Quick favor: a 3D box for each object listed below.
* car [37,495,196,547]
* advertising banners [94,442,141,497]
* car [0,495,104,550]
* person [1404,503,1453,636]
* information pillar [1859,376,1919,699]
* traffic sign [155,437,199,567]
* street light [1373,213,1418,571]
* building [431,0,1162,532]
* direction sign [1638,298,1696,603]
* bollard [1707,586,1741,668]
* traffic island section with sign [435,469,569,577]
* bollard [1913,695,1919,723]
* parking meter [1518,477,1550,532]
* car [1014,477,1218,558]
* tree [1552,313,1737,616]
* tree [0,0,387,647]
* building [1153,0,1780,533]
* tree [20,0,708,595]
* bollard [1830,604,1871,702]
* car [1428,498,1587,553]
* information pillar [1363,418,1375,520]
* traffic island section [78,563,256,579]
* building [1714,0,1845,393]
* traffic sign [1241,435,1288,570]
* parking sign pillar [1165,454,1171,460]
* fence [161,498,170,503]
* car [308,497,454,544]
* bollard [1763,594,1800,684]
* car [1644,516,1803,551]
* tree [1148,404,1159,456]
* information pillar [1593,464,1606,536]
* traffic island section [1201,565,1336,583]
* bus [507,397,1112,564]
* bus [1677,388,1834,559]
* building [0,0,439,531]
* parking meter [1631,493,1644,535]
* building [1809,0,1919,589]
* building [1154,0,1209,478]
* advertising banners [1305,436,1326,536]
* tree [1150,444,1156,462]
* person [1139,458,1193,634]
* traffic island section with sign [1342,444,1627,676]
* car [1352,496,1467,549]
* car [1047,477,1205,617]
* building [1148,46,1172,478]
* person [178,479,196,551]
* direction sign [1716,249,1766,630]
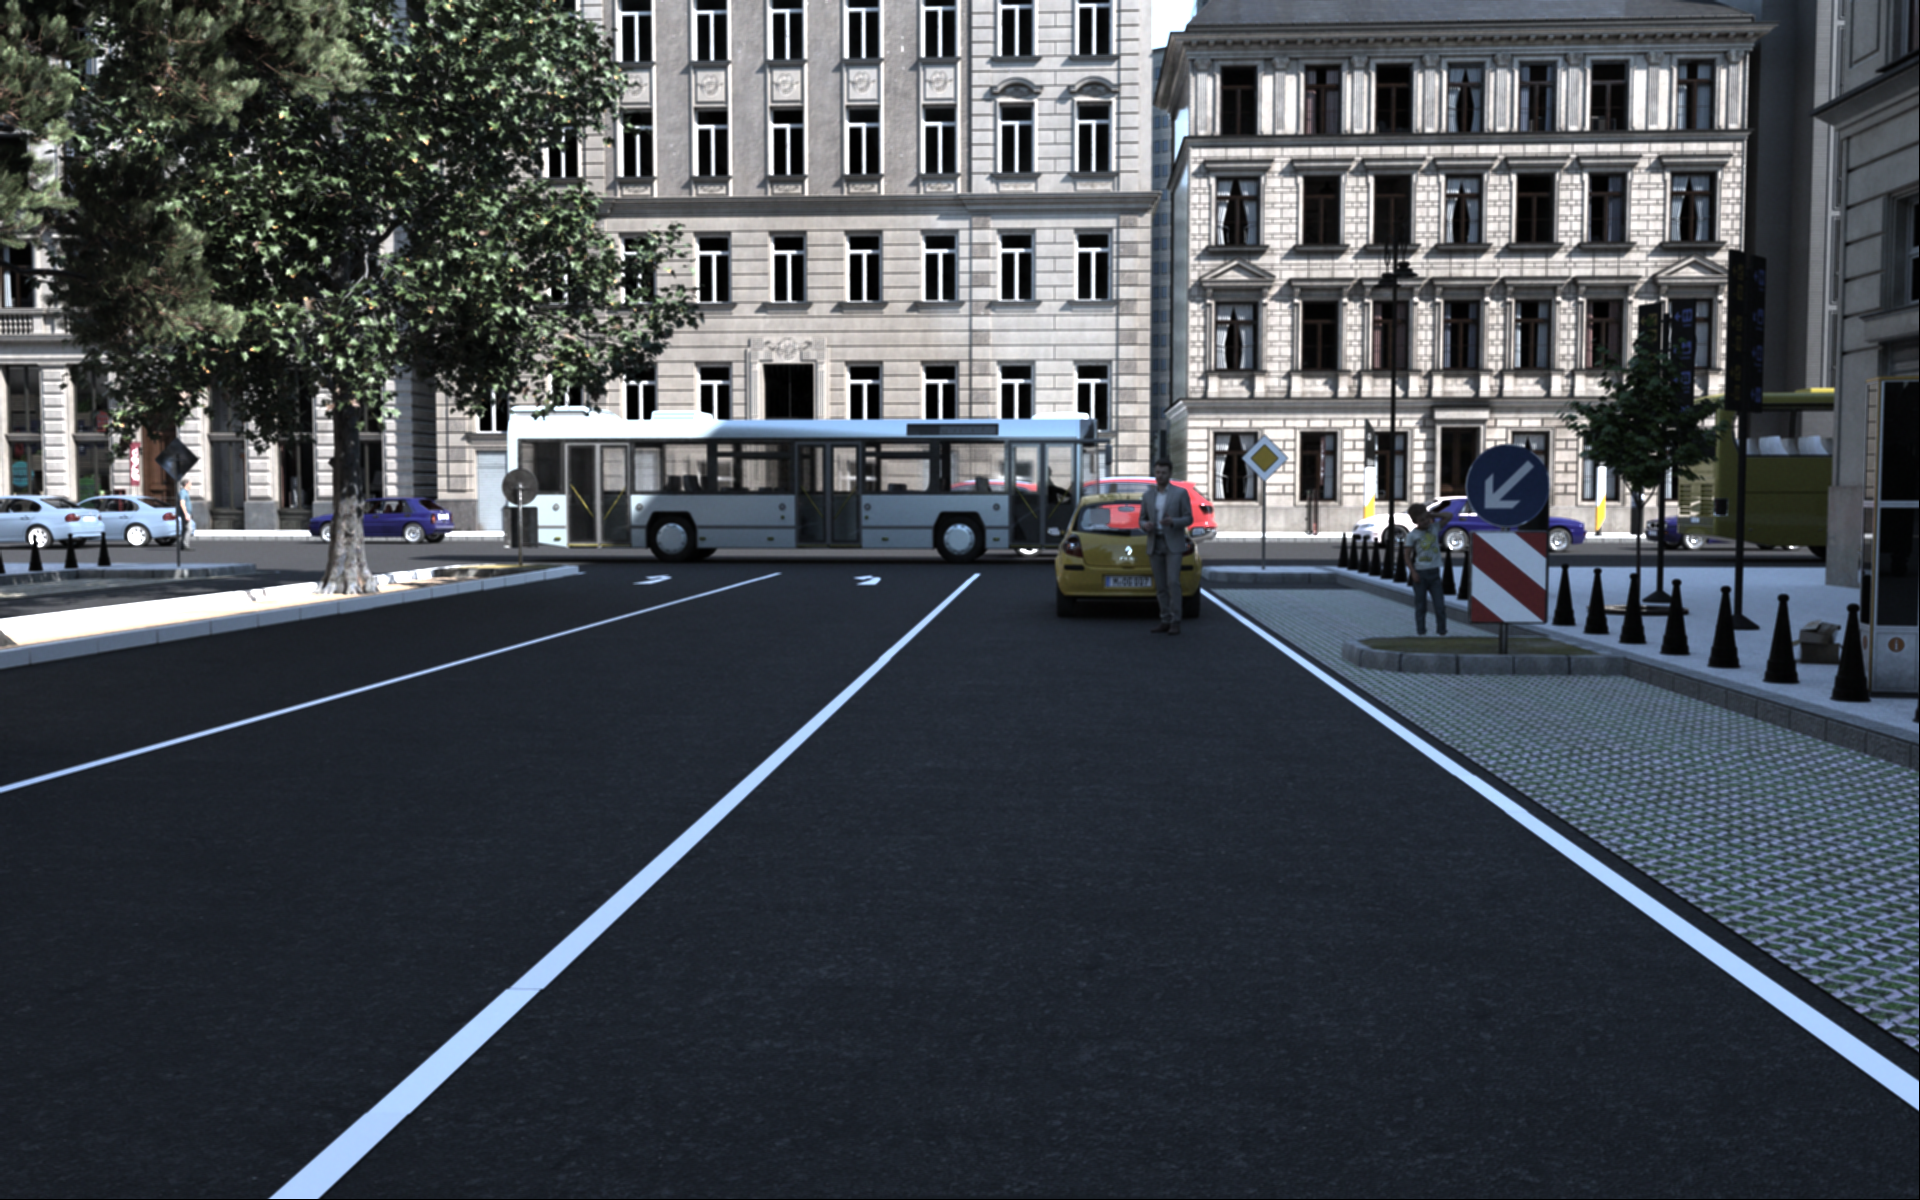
[{"bbox_3d":[-23.473,-2.181,47.658,4.499,1.417,2.014,0,4,2],"label":"car"},{"bbox_3d":[-27.853,-3.741,57.349,0.090,3.025,2.074,1,4,18],"label":"advertising banners"},{"bbox_3d":[-25.002,-2.058,45.647,4.499,1.417,2.014,0,4,4],"label":"car"},{"bbox_3d":[4.480,-0.249,16.475,0.435,1.345,0.340,-1,4,-9],"label":"person"},{"bbox_3d":[5.905,-0.395,10.957,0.304,2.012,0.304,1,4,14],"label":"information pillar"},{"bbox_3d":[-13.803,-1.645,30.542,0.795,2.450,0.064,0,4,3],"label":"traffic sign"},{"bbox_3d":[7.220,-3.429,28.856,0.468,5.910,1.993,0,4,3],"label":"street light"},{"bbox_3d":[-5.411,-16.256,63.047,25.104,27.353,12.463,0,4,3],"label":"building"},{"bbox_3d":[8.310,-1.741,20.468,0.379,3.537,0.876,-1,4,-22],"label":"direction sign"},{"bbox_3d":[5.672,0.196,12.842,0.229,0.601,0.229,0,3,0],"label":"bollard"},{"bbox_3d":[-7.930,-1.367,30.485,2.006,1.907,1.989,0,4,3],"label":"traffic island section with sign"},{"bbox_3d":[5.483,0.387,9.714,0.229,0.601,0.229,0,3,0],"label":"bollard"},{"bbox_3d":[7.240,-0.824,21.876,0.372,1.533,0.369,0,3,0],"label":"parking meter"},{"bbox_3d":[3.258,-1.910,39.897,5.304,1.827,2.281,0,4,4],"label":"car"},{"bbox_3d":[7.442,-1.466,18.574,1.663,3.219,1.824,0,3,0],"label":"tree"},{"bbox_3d":[-9.408,-6.482,15.854,7.806,13.903,7.818,0,3,0],"label":"tree"},{"bbox_3d":[16.744,-12.026,61.255,19.286,19.102,10.561,0,4,3],"label":"building"},{"bbox_3d":[-8.795,-6.434,24.660,9.611,12.733,9.660,0,3,0],"label":"tree"},{"bbox_3d":[5.546,0.323,10.769,0.229,0.601,0.229,0,3,0],"label":"bollard"},{"bbox_3d":[13.508,-1.876,43.256,3.894,1.354,1.945,0,4,3],"label":"car"},{"bbox_3d":[12.726,-3.824,53.885,0.183,3.616,0.504,3,5,45],"label":"information pillar"},{"bbox_3d":[-13.827,-0.509,30.605,2.009,0.180,2.903,0,4,3],"label":"traffic island section"},{"bbox_3d":[38.477,-16.404,61.713,24.014,27.812,14.314,0,4,3],"label":"building"},{"bbox_3d":[5.155,-1.574,29.381,0.795,2.450,0.064,0,4,3],"label":"traffic sign"},{"bbox_3d":[11.742,-6.554,95.623,1.447,3.967,1.447,3,5,42],"label":"parking sign pillar"},{"bbox_3d":[-26.361,-2.734,55.908,2.264,1.192,0.480,-3,4,-38],"label":"fence"},{"bbox_3d":[-16.938,-2.331,50.697,3.894,1.354,1.945,0,4,5],"label":"car"},{"bbox_3d":[5.606,0.259,11.808,0.229,0.601,0.229,0,3,0],"label":"bollard"},{"bbox_3d":[19.789,-1.957,44.585,3.894,1.354,1.945,0,4,1],"label":"car"},{"bbox_3d":[13.238,-11.021,130.562,4.360,8.622,3.978,0,3,0],"label":"tree"},{"bbox_3d":[19.519,-3.756,52.757,0.183,3.616,0.504,3,5,44],"label":"information pillar"},{"bbox_3d":[5.179,-0.439,29.457,2.009,0.180,2.903,0,4,3],"label":"traffic island section"},{"bbox_3d":[-2.724,-2.564,36.779,13.247,3.499,2.948,0,4,5],"label":"bus"},{"bbox_3d":[22.019,-2.779,36.991,12.252,3.916,2.896,0,4,4],"label":"bus"},{"bbox_3d":[-27.873,-14.433,64.852,19.941,23.489,11.050,0,4,3],"label":"building"},{"bbox_3d":[21.254,-2.809,54.339,0.372,1.533,0.369,0,3,0],"label":"parking meter"},{"bbox_3d":[18.649,-10.760,9.216,16.112,22.955,30.059,0,4,3],"label":"building"},{"bbox_3d":[30.939,-52.195,166.058,22.319,86.520,31.000,0,4,3],"label":"building"},{"bbox_3d":[10.954,-3.496,53.350,0.090,3.025,2.074,0,4,-3],"label":"advertising banners"},{"bbox_3d":[16.601,-13.280,167.489,4.737,8.622,4.395,0,3,0],"label":"tree"},{"bbox_3d":[2.075,-0.559,17.839,0.606,1.804,0.583,2,4,27],"label":"person"},{"bbox_3d":[4.297,-0.363,14.562,1.989,1.847,2.006,0,4,3],"label":"traffic island section with sign"},{"bbox_3d":[12.865,-2.059,46.025,4.827,1.381,2.083,0,4,2],"label":"car"},{"bbox_3d":[2.078,-0.698,21.629,2.015,1.641,3.980,0,4,5],"label":"car"},{"bbox_3d":[34.040,-41.732,224.318,28.212,58.520,21.231,0,4,3],"label":"building"},{"bbox_3d":[-19.684,-2.169,44.094,0.434,1.807,0.598,-1,4,-13],"label":"person"},{"bbox_3d":[7.419,-1.494,16.416,0.379,3.537,0.876,3,5,44],"label":"direction sign"}]
